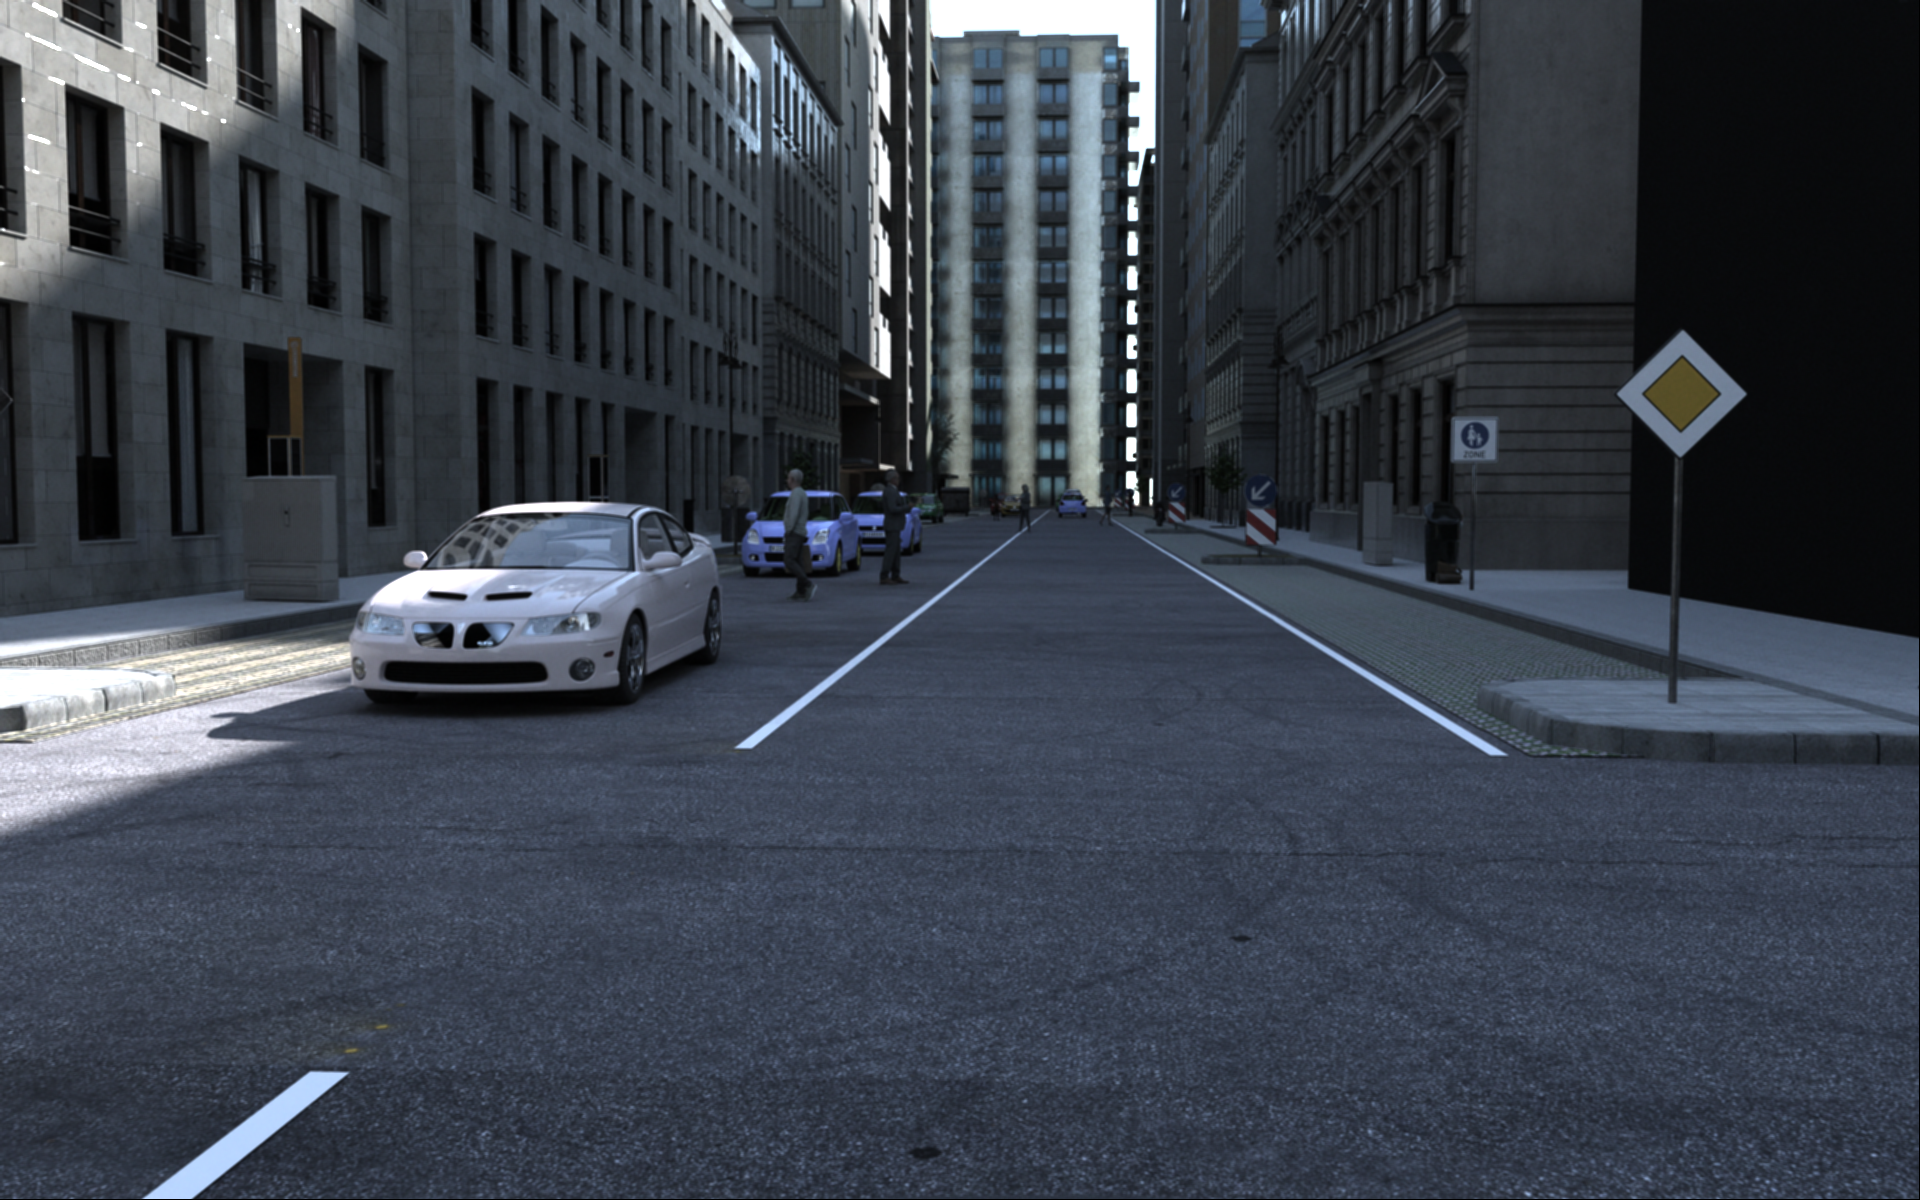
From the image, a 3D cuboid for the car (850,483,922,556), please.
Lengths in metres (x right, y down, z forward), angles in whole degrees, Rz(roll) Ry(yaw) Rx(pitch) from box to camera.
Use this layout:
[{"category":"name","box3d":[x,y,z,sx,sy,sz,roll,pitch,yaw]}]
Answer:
[{"category":"car","box3d":[-1.866,-1.951,41.489,1.945,1.707,3.694,0,4,3]}]

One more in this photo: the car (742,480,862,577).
[{"category":"car","box3d":[-2.824,-1.325,31.253,1.945,1.707,3.694,0,4,5]}]

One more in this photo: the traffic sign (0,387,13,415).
[{"category":"traffic sign","box3d":[-6.548,-0.467,11.286,0.795,2.450,0.064,0,4,4]}]

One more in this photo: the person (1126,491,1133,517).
[{"category":"person","box3d":[10.754,-6.100,109.712,0.415,1.643,0.593,0,4,3]}]

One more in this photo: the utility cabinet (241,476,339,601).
[{"category":"utility cabinet","box3d":[-8.029,-0.738,20.737,1.173,1.500,0.318,1,4,21]}]

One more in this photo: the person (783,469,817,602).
[{"category":"person","box3d":[-2.153,-0.881,23.387,0.515,1.767,0.782,0,4,4]}]

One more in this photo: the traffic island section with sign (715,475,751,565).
[{"category":"traffic island section with sign","box3d":[-4.687,-1.667,35.883,1.989,1.847,2.006,0,4,4]}]

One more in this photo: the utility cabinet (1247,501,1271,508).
[{"category":"utility cabinet","box3d":[8.646,-2.382,50.114,0.306,1.237,1.020,-1,4,-17]}]

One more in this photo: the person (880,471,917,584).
[{"category":"person","box3d":[-0.990,-1.154,27.547,0.590,1.801,0.661,-1,4,-9]}]

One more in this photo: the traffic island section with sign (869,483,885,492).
[{"category":"traffic island section with sign","box3d":[-2.949,-3.327,63.025,1.989,1.847,2.006,0,4,4]}]

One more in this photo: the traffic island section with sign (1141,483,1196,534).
[{"category":"traffic island section with sign","box3d":[7.731,-3.328,63.048,1.989,1.847,2.006,0,4,4]}]

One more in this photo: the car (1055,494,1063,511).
[{"category":"car","box3d":[8.888,-8.255,143.759,1.959,1.807,4.718,0,4,3]}]

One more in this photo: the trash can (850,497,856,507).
[{"category":"trash can","box3d":[-5.048,-4.507,85.339,0.748,1.137,0.748,0,3,0]}]

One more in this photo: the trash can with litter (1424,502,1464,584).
[{"category":"trash can with litter","box3d":[7.086,-0.839,25.108,0.624,1.170,1.055,0,4,3]}]

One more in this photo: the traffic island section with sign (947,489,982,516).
[{"category":"traffic island section with sign","box3d":[0.222,-6.376,112.883,1.989,1.847,2.006,0,4,4]}]

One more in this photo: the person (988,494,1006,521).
[{"category":"person","box3d":[1.984,-5.020,93.837,1.065,1.426,0.557,-2,4,-25]}]

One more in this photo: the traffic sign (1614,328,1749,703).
[{"category":"traffic sign","box3d":[4.373,-0.424,10.573,0.795,2.450,0.064,0,4,4]}]

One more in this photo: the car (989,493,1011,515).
[{"category":"car","box3d":[3.068,-6.701,118.602,2.155,1.783,4.494,0,4,4]}]

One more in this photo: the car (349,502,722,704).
[{"category":"car","box3d":[-3.056,-0.060,13.348,2.083,1.381,4.827,0,4,3]}]

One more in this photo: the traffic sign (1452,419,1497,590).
[{"category":"traffic sign","box3d":[6.835,-1.281,23.068,0.606,2.300,0.079,0,4,6]}]

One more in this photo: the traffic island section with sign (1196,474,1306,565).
[{"category":"traffic island section with sign","box3d":[5.983,-1.648,35.570,1.989,1.847,2.006,0,4,4]}]

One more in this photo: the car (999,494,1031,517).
[{"category":"car","box3d":[3.464,-6.029,108.798,2.015,1.641,3.980,0,4,3]}]

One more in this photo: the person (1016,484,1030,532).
[{"category":"person","box3d":[2.402,-3.438,64.892,0.526,1.800,0.537,-2,4,-24]}]

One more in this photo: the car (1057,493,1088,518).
[{"category":"car","box3d":[6.904,-5.926,106.483,1.945,1.707,3.694,0,4,3]}]

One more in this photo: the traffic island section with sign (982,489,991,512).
[{"category":"traffic island section with sign","box3d":[1.927,-8.022,139.784,1.989,1.847,2.006,0,4,4]}]

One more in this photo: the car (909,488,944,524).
[{"category":"car","box3d":[-1.821,-4.627,84.447,1.959,1.807,4.718,0,4,5]}]

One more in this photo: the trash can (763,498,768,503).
[{"category":"trash can","box3d":[-6.303,-2.872,58.611,0.748,1.137,0.748,0,3,0]}]

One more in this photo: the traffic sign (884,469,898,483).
[{"category":"traffic sign","box3d":[-3.453,-5.294,86.663,0.768,2.556,0.104,1,4,12]}]

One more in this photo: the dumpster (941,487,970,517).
[{"category":"dumpster","box3d":[-0.290,-6.131,108.453,1.865,1.857,1.264,0,4,4]}]

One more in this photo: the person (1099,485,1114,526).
[{"category":"person","box3d":[6.667,-4.290,78.671,0.654,1.822,0.581,1,4,20]}]

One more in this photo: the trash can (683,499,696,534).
[{"category":"trash can","box3d":[-7.517,-2.156,46.910,0.748,1.137,0.748,0,3,0]}]

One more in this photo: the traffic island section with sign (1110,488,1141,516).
[{"category":"traffic island section with sign","box3d":[10.868,-6.340,112.284,1.989,1.847,2.006,0,4,4]}]

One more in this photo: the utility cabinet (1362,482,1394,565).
[{"category":"utility cabinet","box3d":[7.587,-1.390,31.409,0.318,1.500,1.173,0,4,2]}]
